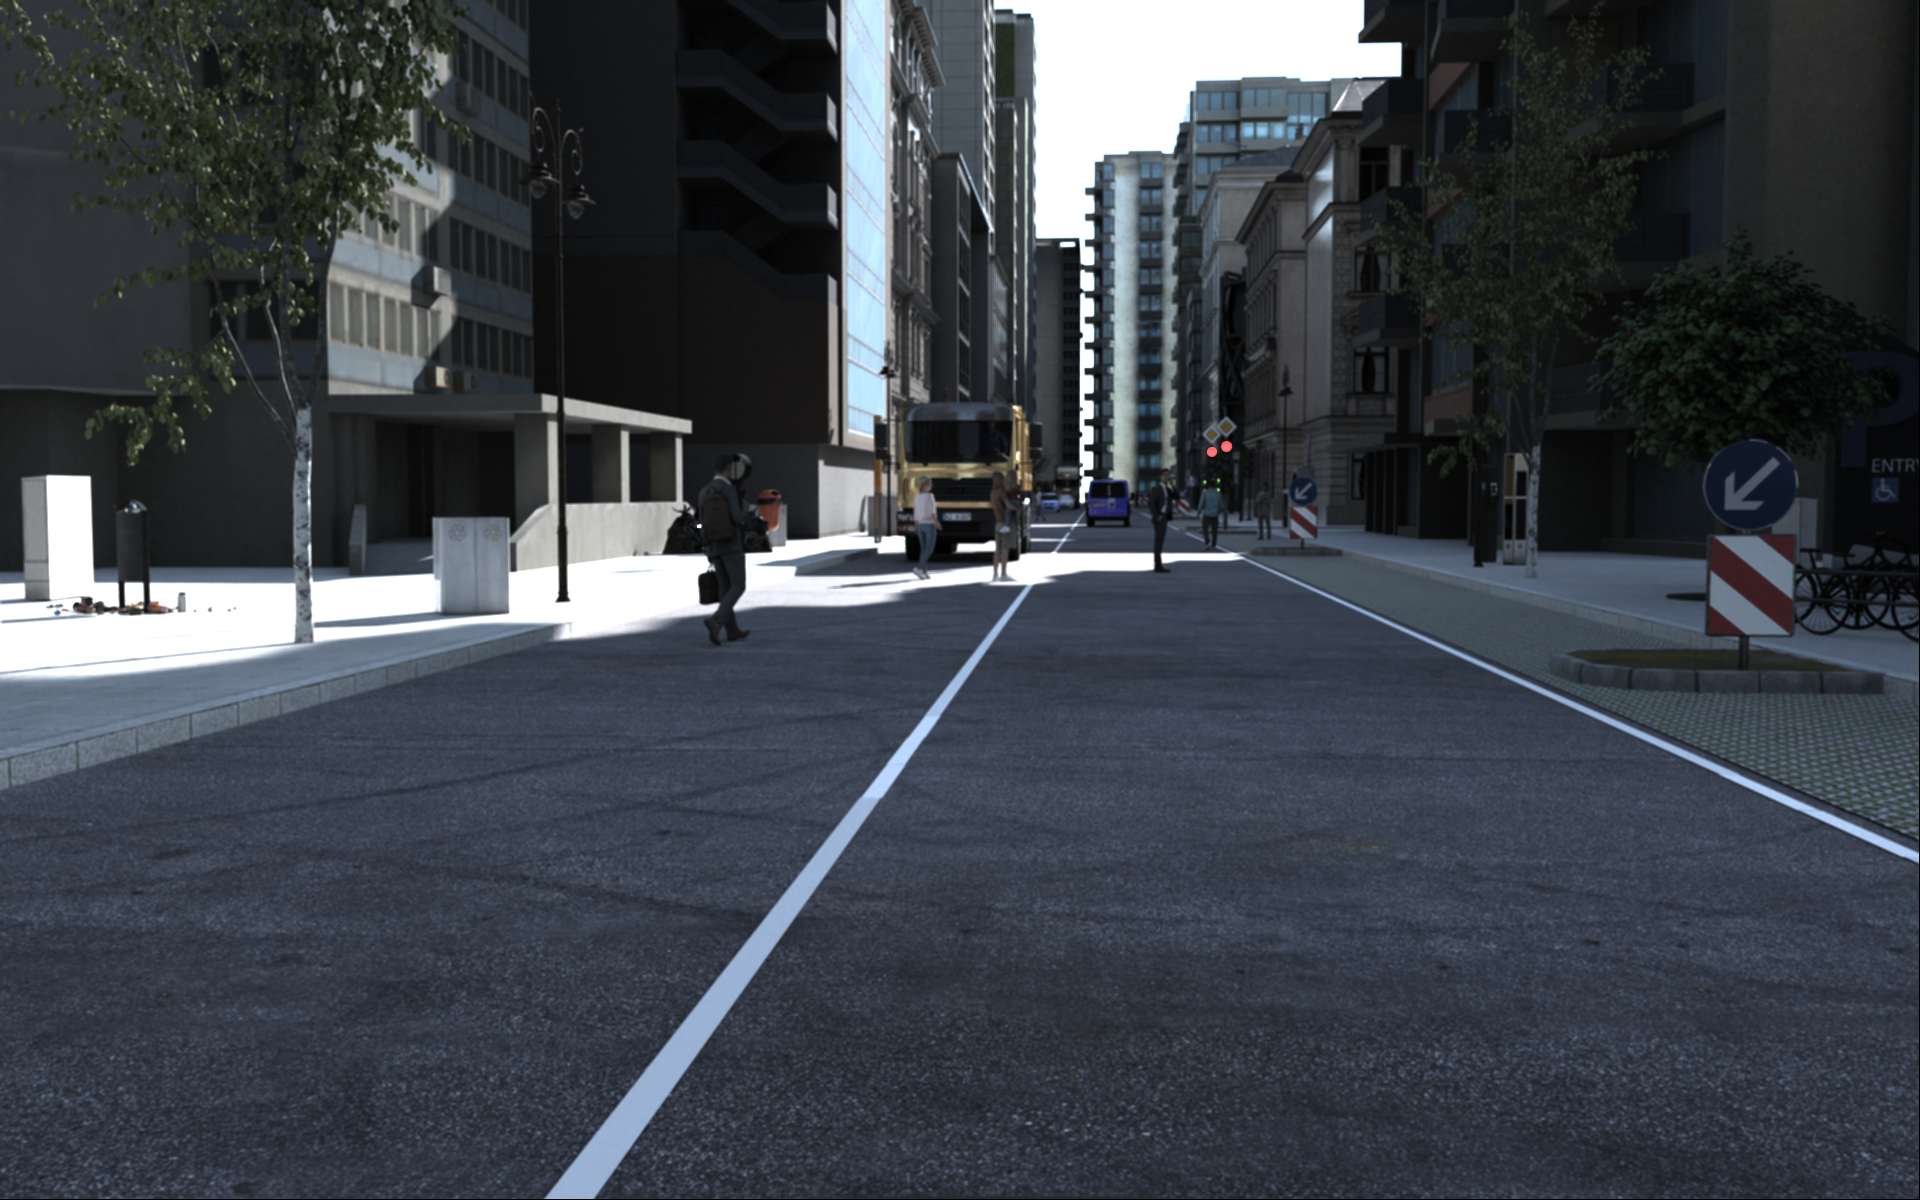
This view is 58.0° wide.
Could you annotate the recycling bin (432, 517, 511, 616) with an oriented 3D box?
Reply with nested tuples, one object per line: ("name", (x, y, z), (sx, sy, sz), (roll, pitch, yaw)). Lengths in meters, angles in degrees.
("recycling bin", (-5.278, -0.376, 18.702), (0.722, 1.027, 0.722), (-2, 4, -23))

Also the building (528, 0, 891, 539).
("building", (-10.113, -24.783, 55.308), (14.200, 45.320, 14.600), (0, 4, 5))

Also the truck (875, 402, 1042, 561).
("truck", (0.229, -2.667, 39.536), (3.469, 3.379, 9.791), (0, 4, 4))

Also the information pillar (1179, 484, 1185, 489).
("information pillar", (16.247, -7.486, 126.883), (0.304, 2.012, 0.304), (-1, 4, -18))

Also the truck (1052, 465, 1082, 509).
("truck", (10.495, -11.008, 168.889), (2.839, 4.237, 11.283), (0, 4, 4))

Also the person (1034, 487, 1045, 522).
("person", (4.167, -4.986, 90.253), (0.641, 1.798, 0.478), (3, 4, 38))

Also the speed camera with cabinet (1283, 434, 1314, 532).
("speed camera with cabinet", (11.301, -3.887, 57.893), (0.660, 3.252, 2.038), (0, 4, -2))

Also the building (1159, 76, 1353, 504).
("building", (36.258, -35.655, 202.572), (23.786, 49.044, 30.456), (0, 4, 5))

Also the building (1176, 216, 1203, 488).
("building", (29.714, -25.055, 181.349), (14.160, 30.474, 14.107), (0, 4, 5))

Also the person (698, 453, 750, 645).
("person", (-2.299, -0.505, 16.713), (0.622, 1.834, 0.822), (2, 4, 32))

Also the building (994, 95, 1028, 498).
("building", (-0.561, -29.975, 173.684), (14.154, 41.232, 14.086), (0, 4, 5))

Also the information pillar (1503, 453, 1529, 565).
("information pillar", (10.041, -1.640, 31.299), (0.304, 2.012, 0.304), (-1, 4, -21))

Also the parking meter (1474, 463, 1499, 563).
("parking meter", (9.899, -1.643, 32.569), (0.255, 1.863, 0.399), (-2, 4, -30))

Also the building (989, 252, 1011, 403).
("building", (-1.430, -17.478, 134.915), (9.793, 20.994, 18.267), (0, 4, 5))

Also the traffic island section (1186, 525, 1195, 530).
("traffic island section", (10.205, -2.937, 70.300), (2.009, 0.180, 2.903), (0, 4, 5))

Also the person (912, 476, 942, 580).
("person", (-0.589, -1.218, 29.080), (0.731, 1.740, 0.598), (3, 4, 36))

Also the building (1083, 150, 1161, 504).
("building", (32.456, -37.944, 239.995), (30.456, 49.044, 23.786), (0, 4, 5))

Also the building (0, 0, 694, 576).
("building", (-22.792, -21.011, 35.415), (32.217, 40.220, 23.993), (0, 4, 5))

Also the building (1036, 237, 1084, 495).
("building", (5.529, -33.896, 246.074), (23.993, 40.220, 32.217), (0, 4, 5))

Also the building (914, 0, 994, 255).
("building", (-5.164, -43.885, 155.765), (20.563, 71.187, 20.611), (0, 4, 5))

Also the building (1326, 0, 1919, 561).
("building", (22.465, -23.864, 44.793), (22.147, 44.769, 28.867), (0, 4, 5))

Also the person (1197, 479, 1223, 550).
("person", (6.459, -2.210, 44.651), (0.660, 1.820, 0.620), (-1, 4, -8))

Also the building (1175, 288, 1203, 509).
("building", (34.381, -19.209, 159.105), (27.650, 21.520, 28.899), (0, 4, 5))

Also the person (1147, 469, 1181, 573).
("person", (3.767, -1.470, 31.893), (0.474, 1.900, 0.648), (2, 4, 30))

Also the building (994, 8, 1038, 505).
("building", (-4.853, -40.909, 210.857), (28.212, 58.520, 21.231), (0, 4, 5))

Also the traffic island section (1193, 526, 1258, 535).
("traffic island section", (9.569, -2.450, 62.340), (2.009, 0.180, 2.903), (0, 4, 5))

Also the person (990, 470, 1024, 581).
("person", (0.752, -1.225, 28.510), (0.580, 1.828, 0.573), (1, 4, 16))

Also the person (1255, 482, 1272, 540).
("person", (9.481, -2.777, 54.089), (0.511, 1.800, 0.466), (1, 4, 18))

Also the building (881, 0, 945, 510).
("building", (-8.573, -18.117, 83.610), (14.401, 28.519, 23.554), (0, 4, 5))

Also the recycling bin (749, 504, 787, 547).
("recycling bin", (-4.700, -1.810, 42.140), (0.722, 1.027, 0.722), (2, 4, 27))

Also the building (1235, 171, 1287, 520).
("building", (20.721, -13.952, 92.743), (10.561, 19.102, 19.286), (0, 4, 5))

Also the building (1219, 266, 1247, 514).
("building", (25.813, -15.203, 116.022), (16.820, 18.784, 16.811), (0, 4, 5))

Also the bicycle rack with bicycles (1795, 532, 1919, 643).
("bicycle rack with bicycles", (8.546, -0.146, 15.765), (2.852, 0.926, 2.925), (-3, 4, -36))

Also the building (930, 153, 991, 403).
("building", (-6.014, -17.846, 110.853), (14.314, 24.678, 30.058), (0, 4, 5))

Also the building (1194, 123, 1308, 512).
("building", (25.551, -21.304, 134.228), (13.634, 28.700, 20.117), (0, 4, 5))

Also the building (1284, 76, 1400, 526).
("building", (24.361, -12.808, 74.039), (19.286, 19.102, 10.561), (0, 4, 5))

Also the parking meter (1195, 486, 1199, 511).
("parking meter", (18.266, -7.806, 133.346), (0.255, 1.863, 0.399), (0, 4, -1))
